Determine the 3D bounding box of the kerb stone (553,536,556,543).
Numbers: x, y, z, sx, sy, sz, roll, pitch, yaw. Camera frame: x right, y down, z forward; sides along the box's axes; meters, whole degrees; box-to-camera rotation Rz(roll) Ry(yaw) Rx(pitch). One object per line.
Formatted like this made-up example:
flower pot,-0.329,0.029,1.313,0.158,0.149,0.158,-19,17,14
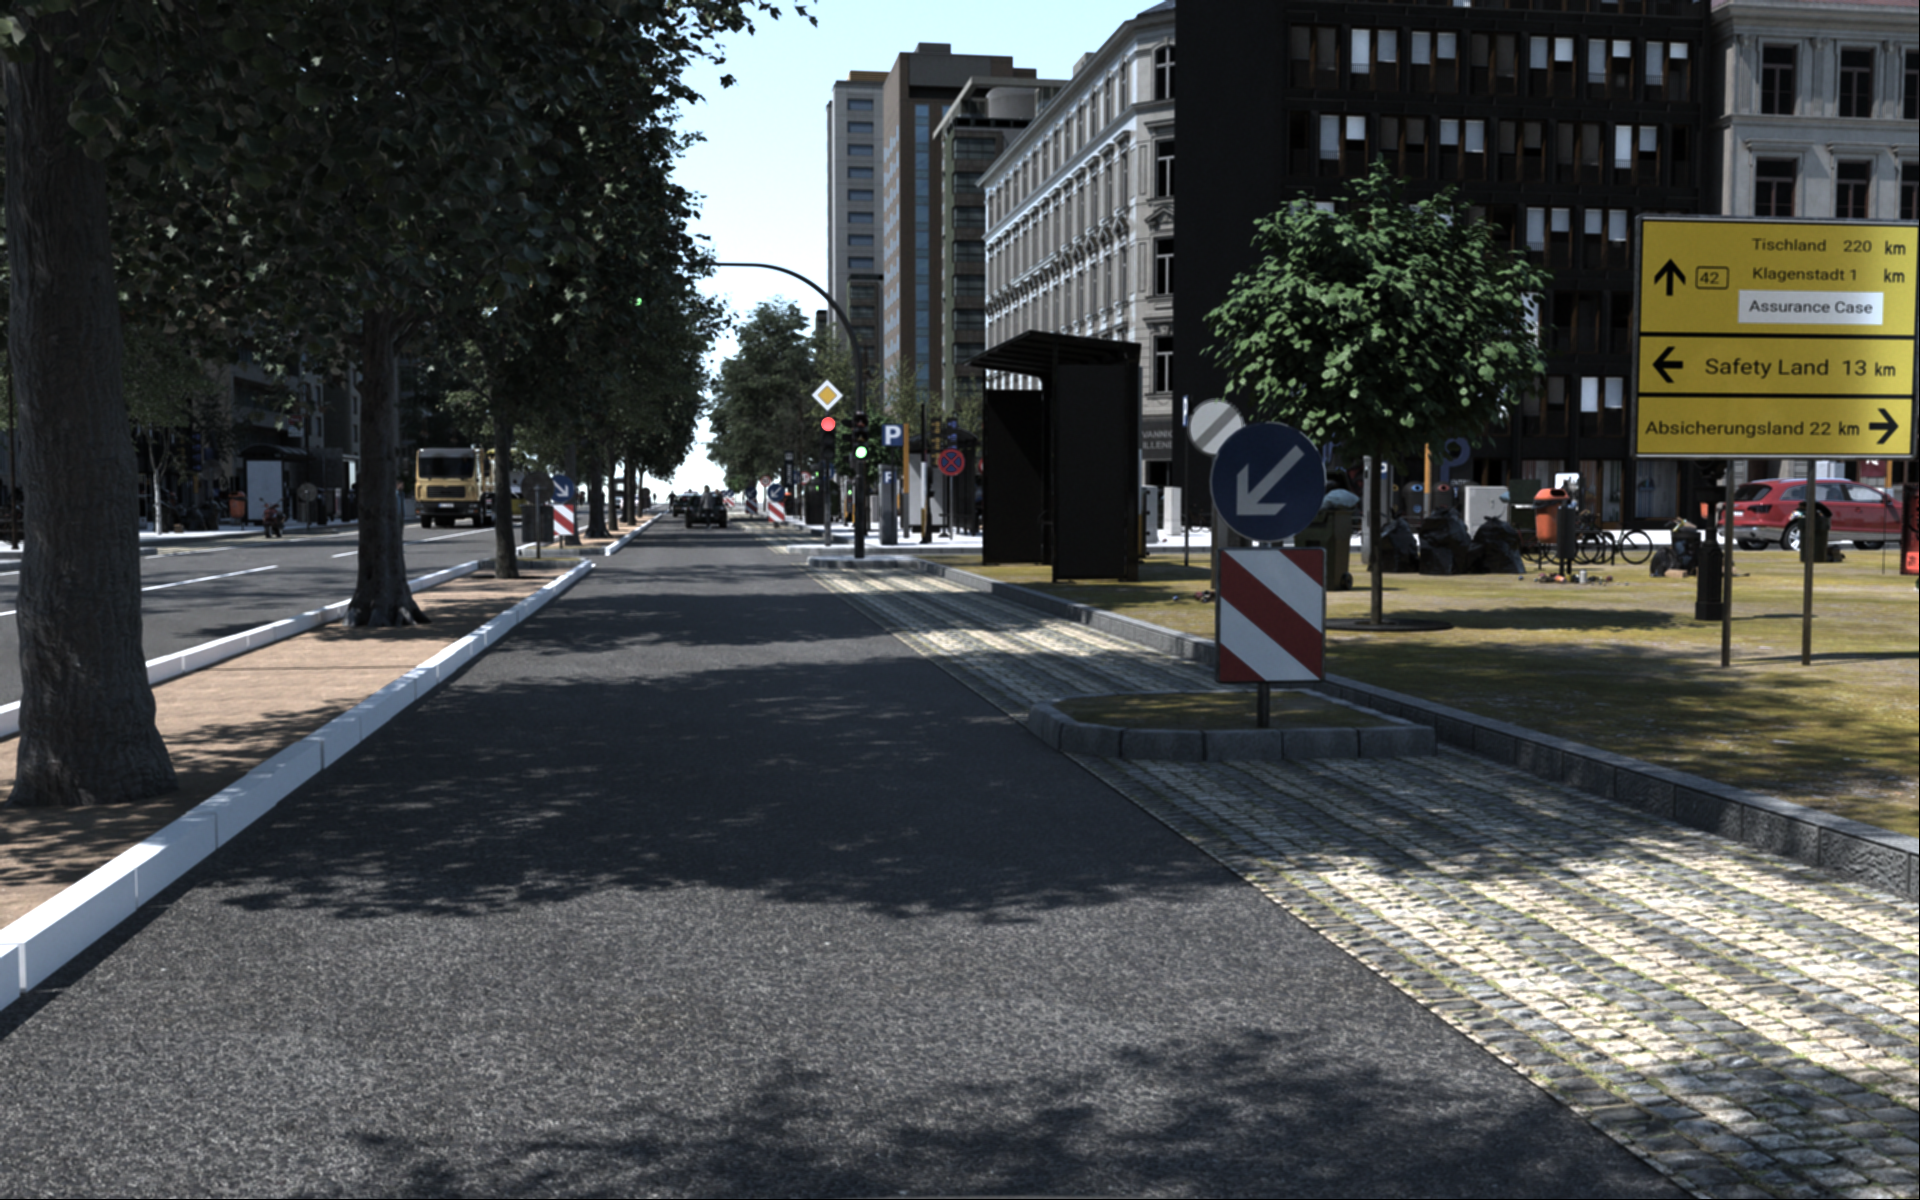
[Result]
kerb stone,-11.890,-1.709,50.213,0.120,0.150,1.000,-1,4,-9

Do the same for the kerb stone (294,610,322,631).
kerb stone,-6.947,0.237,18.323,0.120,0.150,1.000,-1,4,-9

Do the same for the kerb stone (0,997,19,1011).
kerb stone,-2.663,1.088,4.432,0.120,0.150,1.000,-1,4,-9

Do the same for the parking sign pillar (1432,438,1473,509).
parking sign pillar,16.653,-4.285,58.524,1.447,3.967,1.447,-1,4,-13

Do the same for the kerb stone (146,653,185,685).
kerb stone,-6.160,0.547,13.252,0.120,0.150,1.000,-1,4,-9

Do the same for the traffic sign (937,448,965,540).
traffic sign,-0.244,-2.937,48.127,0.768,2.556,0.104,0,4,-2

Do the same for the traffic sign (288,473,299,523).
traffic sign,-29.679,-4.737,77.552,0.768,2.556,0.104,0,4,-1

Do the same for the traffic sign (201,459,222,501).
traffic sign,-27.417,-3.875,63.468,0.768,2.556,0.104,0,4,-7

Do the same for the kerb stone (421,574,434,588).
kerb stone,-8.196,-0.258,26.419,0.120,0.150,1.000,-1,4,-9

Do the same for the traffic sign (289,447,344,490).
traffic sign,-28.146,-5.007,75.733,2.265,3.308,0.079,-1,4,-8

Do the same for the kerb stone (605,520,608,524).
kerb stone,-17.560,-3.945,86.699,0.120,0.150,1.000,-1,4,-9

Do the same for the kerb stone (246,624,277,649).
kerb stone,-6.633,0.363,16.303,0.120,0.150,1.000,-1,4,-9

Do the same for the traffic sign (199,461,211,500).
traffic sign,-28.037,-3.950,64.685,0.768,2.556,0.104,0,4,0

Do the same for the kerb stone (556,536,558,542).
kerb stone,-12.053,-1.776,51.233,0.120,0.150,1.000,-1,4,-9

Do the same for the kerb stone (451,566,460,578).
kerb stone,-8.670,-0.441,29.459,0.120,0.150,1.000,-1,4,-9

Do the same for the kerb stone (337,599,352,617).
kerb stone,-7.252,0.115,20.345,0.120,0.150,1.000,-1,4,-9

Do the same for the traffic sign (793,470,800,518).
traffic sign,-8.790,-5.611,91.840,0.768,2.556,0.104,0,4,-8

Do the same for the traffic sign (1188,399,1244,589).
traffic sign,3.424,-1.418,23.285,0.768,2.556,0.104,0,4,-4

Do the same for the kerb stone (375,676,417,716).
kerb stone,-3.772,0.654,11.533,0.120,0.150,1.000,-1,4,-9

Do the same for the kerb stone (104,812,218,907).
kerb stone,-2.980,0.968,6.470,0.120,0.150,1.000,-1,4,-9

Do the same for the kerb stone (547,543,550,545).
kerb stone,-11.583,-1.588,48.189,0.120,0.150,1.000,-1,4,-9

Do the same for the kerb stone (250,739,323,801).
kerb stone,-3.303,0.838,8.490,0.120,0.150,1.000,-1,4,-9

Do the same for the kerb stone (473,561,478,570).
kerb stone,-9.150,-0.630,32.503,0.120,0.150,1.000,-1,4,-9

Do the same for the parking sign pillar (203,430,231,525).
parking sign pillar,-31.200,-5.124,72.244,1.447,3.967,1.447,-2,4,-30

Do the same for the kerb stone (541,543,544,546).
kerb stone,-11.267,-1.466,46.168,0.120,0.150,1.000,-1,4,-9

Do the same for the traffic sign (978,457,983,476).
traffic sign,0.965,-3.433,56.236,0.768,2.556,0.104,0,4,1

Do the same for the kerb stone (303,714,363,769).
kerb stone,-3.449,0.776,9.507,0.120,0.150,1.000,-1,4,-9

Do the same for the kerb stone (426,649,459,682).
kerb stone,-4.076,0.528,13.567,0.120,0.150,1.000,-1,4,-9

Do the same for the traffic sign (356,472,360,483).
traffic sign,-33.741,-5.982,97.919,0.768,2.556,0.104,0,4,-4

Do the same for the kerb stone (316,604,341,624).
kerb stone,-7.105,0.175,19.333,0.120,0.150,1.000,-1,4,-9

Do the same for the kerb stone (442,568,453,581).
kerb stone,-8.508,-0.381,28.446,0.120,0.150,1.000,-1,4,-9

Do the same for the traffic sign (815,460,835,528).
traffic sign,-5.104,-4.001,65.514,0.768,2.556,0.104,0,4,-6

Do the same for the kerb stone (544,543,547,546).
kerb stone,-11.423,-1.528,47.180,0.120,0.150,1.000,-1,4,-9

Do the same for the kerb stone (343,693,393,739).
kerb stone,-3.608,0.716,10.524,0.120,0.150,1.000,-1,4,-9

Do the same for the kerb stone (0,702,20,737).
kerb stone,-5.688,0.733,10.218,0.120,0.150,1.000,-1,4,-9

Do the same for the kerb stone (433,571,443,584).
kerb stone,-8.360,-0.320,27.434,0.120,0.150,1.000,-1,4,-9

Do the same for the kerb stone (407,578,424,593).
kerb stone,-8.044,-0.191,25.409,0.120,0.150,1.000,-1,4,-9

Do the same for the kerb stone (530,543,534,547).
kerb stone,-10.790,-1.281,43.132,0.120,0.150,1.000,-1,4,-9

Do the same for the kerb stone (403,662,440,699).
kerb stone,-3.925,0.590,12.551,0.120,0.150,1.000,-1,4,-9

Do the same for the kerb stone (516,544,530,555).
kerb stone,-10.635,-1.217,42.122,0.120,0.150,1.000,-1,4,-9

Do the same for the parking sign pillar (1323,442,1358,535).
parking sign pillar,11.780,-4.031,54.378,1.447,3.967,1.447,0,4,-3

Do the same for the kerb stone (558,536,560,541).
kerb stone,-12.210,-1.833,52.246,0.120,0.150,1.000,-1,4,-9

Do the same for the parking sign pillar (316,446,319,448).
parking sign pillar,-35.905,-6.630,96.867,1.447,3.967,1.447,-2,4,-35

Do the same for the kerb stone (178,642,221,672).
kerb stone,-6.309,0.485,14.271,0.120,0.150,1.000,-1,4,-9

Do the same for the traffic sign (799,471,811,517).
traffic sign,-8.628,-5.878,96.206,0.768,2.556,0.104,0,4,-2

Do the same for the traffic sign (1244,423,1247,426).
traffic sign,4.755,-1.836,30.125,0.768,2.556,0.104,0,4,-7

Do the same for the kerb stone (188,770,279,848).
kerb stone,-3.136,0.903,7.481,0.120,0.150,1.000,-1,4,-9

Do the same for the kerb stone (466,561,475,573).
kerb stone,-8.987,-0.568,31.486,0.120,0.150,1.000,-1,4,-9

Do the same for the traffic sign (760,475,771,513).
traffic sign,-13.192,-7.186,117.597,0.768,2.556,0.104,0,4,-7

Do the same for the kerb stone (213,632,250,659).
kerb stone,-6.479,0.424,15.285,0.120,0.150,1.000,-1,4,-9

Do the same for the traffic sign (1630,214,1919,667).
traffic sign,6.017,-1.159,12.821,2.265,3.308,0.079,0,4,-7

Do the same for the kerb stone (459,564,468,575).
kerb stone,-8.831,-0.506,30.471,0.120,0.150,1.000,-1,4,-9

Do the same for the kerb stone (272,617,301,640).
kerb stone,-6.787,0.302,17.314,0.120,0.150,1.000,-1,4,-9

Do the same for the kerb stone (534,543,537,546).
kerb stone,-10.947,-1.340,44.147,0.120,0.150,1.000,-1,4,-9

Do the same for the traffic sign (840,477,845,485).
traffic sign,-6.737,-6.348,103.797,0.884,2.594,0.081,0,4,-5

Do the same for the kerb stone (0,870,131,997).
kerb stone,-2.818,1.027,5.455,0.120,0.150,1.000,-1,4,-9

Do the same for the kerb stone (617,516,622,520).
kerb stone,-19.758,-4.812,100.889,0.120,0.150,1.000,-1,4,-9

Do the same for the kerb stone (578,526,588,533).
kerb stone,-14.257,-2.644,65.430,0.120,0.150,1.000,-1,4,-9
